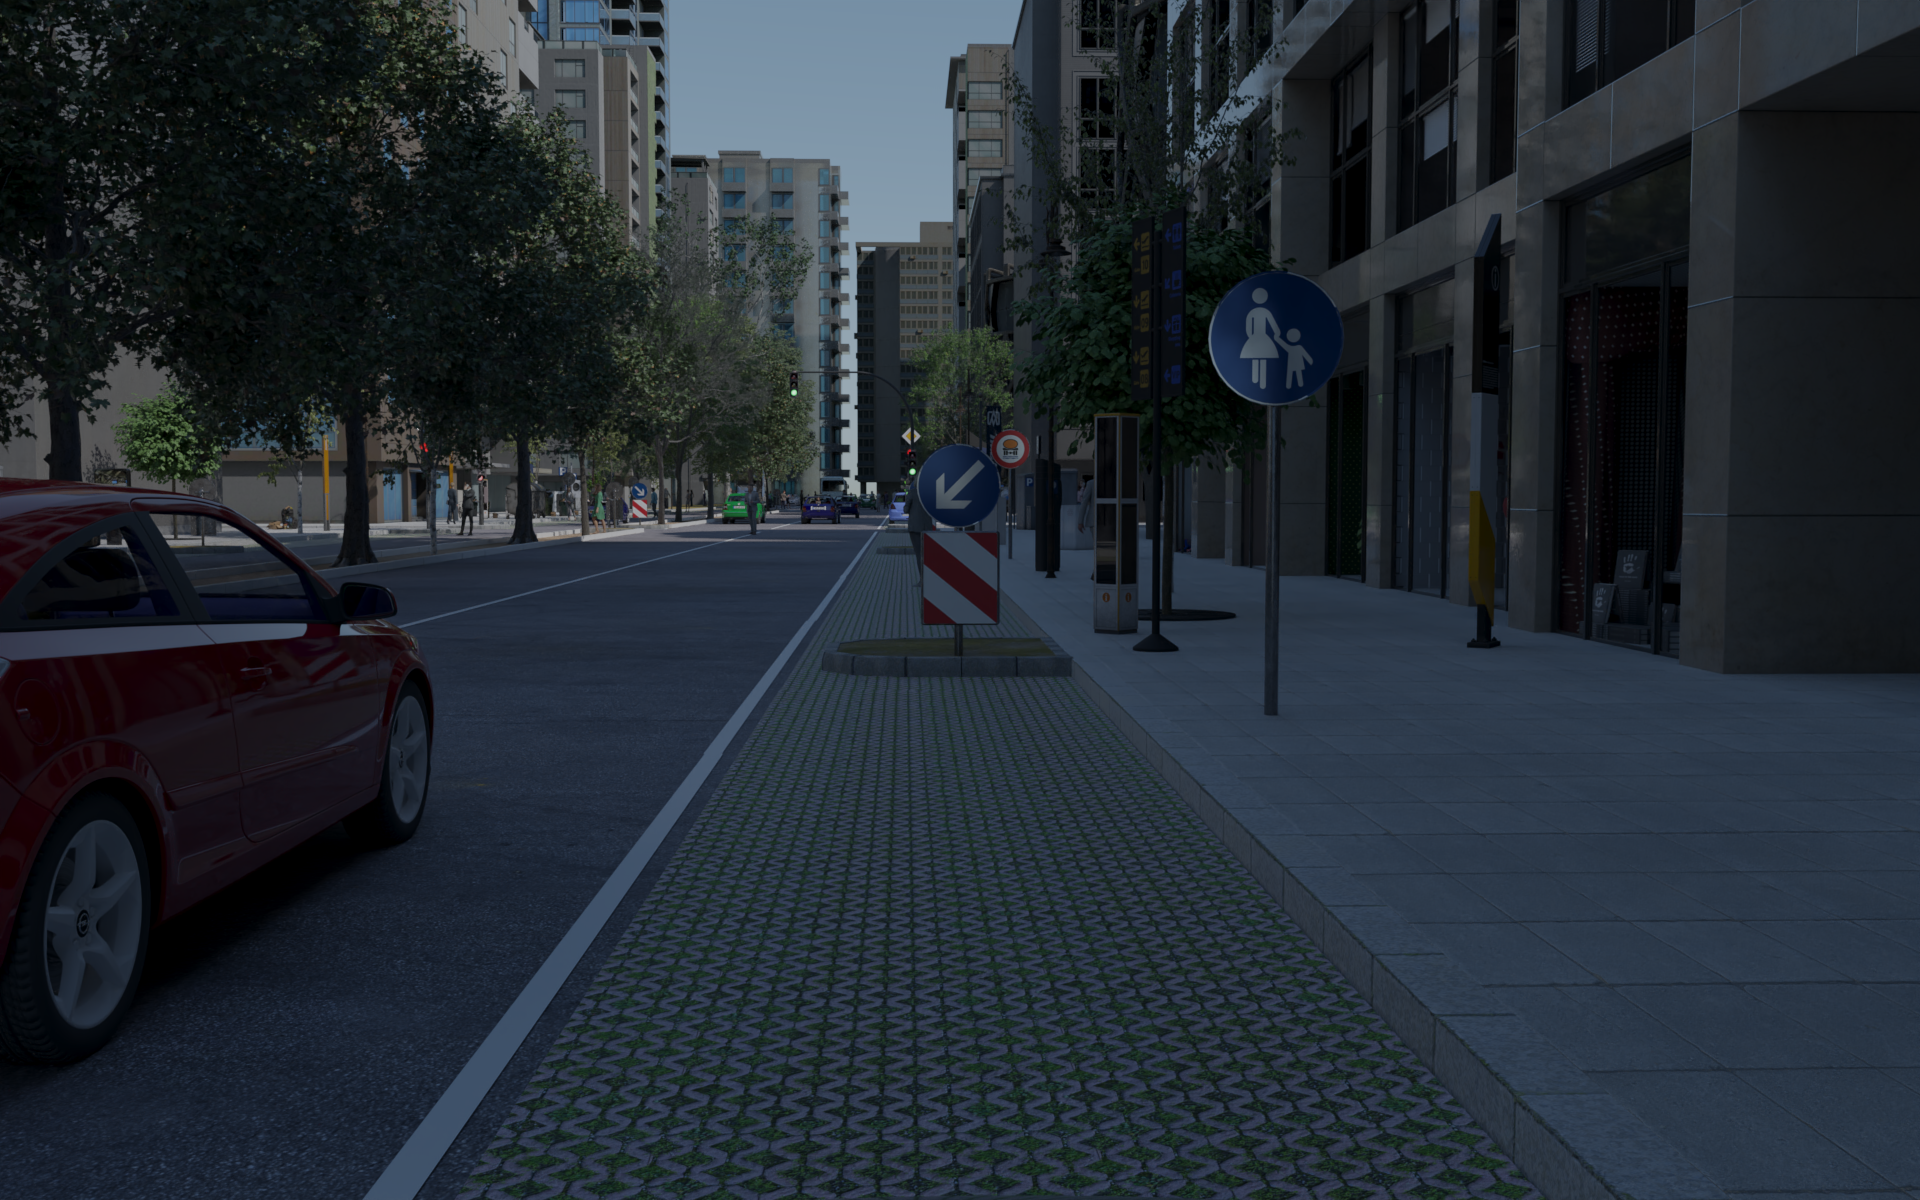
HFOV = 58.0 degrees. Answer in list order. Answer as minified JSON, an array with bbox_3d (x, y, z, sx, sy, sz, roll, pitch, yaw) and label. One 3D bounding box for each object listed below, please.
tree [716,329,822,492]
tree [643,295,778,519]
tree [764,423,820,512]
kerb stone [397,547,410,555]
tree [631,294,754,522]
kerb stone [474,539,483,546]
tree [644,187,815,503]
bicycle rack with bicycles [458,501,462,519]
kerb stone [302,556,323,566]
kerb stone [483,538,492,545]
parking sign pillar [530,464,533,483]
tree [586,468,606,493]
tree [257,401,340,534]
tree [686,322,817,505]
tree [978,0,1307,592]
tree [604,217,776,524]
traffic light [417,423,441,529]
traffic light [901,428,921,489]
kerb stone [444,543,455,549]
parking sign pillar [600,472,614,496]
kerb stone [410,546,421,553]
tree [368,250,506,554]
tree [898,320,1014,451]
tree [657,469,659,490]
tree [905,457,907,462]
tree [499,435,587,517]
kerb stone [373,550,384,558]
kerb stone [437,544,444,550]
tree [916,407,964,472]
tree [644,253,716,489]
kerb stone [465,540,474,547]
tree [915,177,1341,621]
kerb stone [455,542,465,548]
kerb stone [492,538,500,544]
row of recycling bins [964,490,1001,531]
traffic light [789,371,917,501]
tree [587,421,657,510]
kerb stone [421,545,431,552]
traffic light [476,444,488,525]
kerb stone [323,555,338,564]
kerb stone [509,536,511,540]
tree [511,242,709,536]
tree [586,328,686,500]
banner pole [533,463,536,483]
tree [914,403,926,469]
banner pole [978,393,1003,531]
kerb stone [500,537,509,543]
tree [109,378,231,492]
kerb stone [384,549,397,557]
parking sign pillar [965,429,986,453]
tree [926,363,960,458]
[{"bbox_3d":[-14.396,-12.195,118.860,9.611,12.733,9.660,0,3,0],"label":"tree"},{"bbox_3d":[-14.164,-10.822,97.531,7.486,12.596,7.792,0,3,0],"label":"tree"},{"bbox_3d":[-15.222,-12.273,137.536,8.767,10.594,7.601,0,4,-2],"label":"tree"},{"bbox_3d":[-13.204,-1.127,40.714,0.120,0.150,1.000,0,4,-2],"label":"kerb stone"},{"bbox_3d":[-14.215,-9.755,87.715,9.928,11.665,9.643,0,3,0],"label":"tree"},{"bbox_3d":[-13.440,-1.569,47.909,0.120,0.150,1.000,0,4,-2],"label":"kerb stone"},{"bbox_3d":[-15.647,-15.232,107.396,12.611,20.169,13.585,0,3,0],"label":"tree"},{"bbox_3d":[-27.521,-4.760,91.213,2.852,0.926,2.925,-1,4,-21],"label":"bicycle rack with bicycles"},{"bbox_3d":[-13.004,-0.753,34.569,0.120,0.150,1.000,0,4,-2],"label":"kerb stone"},{"bbox_3d":[-13.481,-1.634,48.934,0.120,0.150,1.000,0,4,-2],"label":"kerb stone"},{"bbox_3d":[-27.574,-7.467,110.549,1.447,3.967,1.447,-1,4,-23],"label":"parking sign pillar"},{"bbox_3d":[-26.530,-8.034,125.960,1.663,3.219,1.824,0,3,0],"label":"tree"},{"bbox_3d":[-21.387,-6.470,56.142,4.737,8.622,4.395,0,3,0],"label":"tree"},{"bbox_3d":[-14.992,-13.426,128.623,9.857,13.997,8.962,0,3,0],"label":"tree"},{"bbox_3d":[2.481,-4.401,22.320,4.360,8.622,3.978,0,3,0],"label":"tree"},{"bbox_3d":[-13.209,-9.998,76.295,12.009,13.543,11.850,0,3,0],"label":"tree"},{"bbox_3d":[-19.542,-4.570,63.641,0.839,4.253,0.868,0,4,-2],"label":"traffic light"},{"bbox_3d":[-2.048,-5.094,72.208,0.839,4.253,0.868,0,4,-2],"label":"traffic light"},{"bbox_3d":[-13.339,-1.385,44.836,0.120,0.150,1.000,0,4,-2],"label":"kerb stone"},{"bbox_3d":[-29.362,-9.518,144.093,1.447,3.967,1.447,3,4,36],"label":"parking sign pillar"},{"bbox_3d":[-13.245,-1.196,41.747,0.120,0.150,1.000,0,4,-2],"label":"kerb stone"},{"bbox_3d":[-12.448,-5.385,40.870,4.360,8.622,3.978,0,3,0],"label":"tree"},{"bbox_3d":[0.158,-10.820,102.664,9.928,11.665,9.643,0,3,0],"label":"tree"},{"bbox_3d":[-25.260,-11.650,140.843,4.737,8.622,4.395,0,3,0],"label":"tree"},{"bbox_3d":[-4.242,-15.569,204.912,4.737,8.622,4.395,0,3,0],"label":"tree"},{"bbox_3d":[-23.789,-8.908,96.004,4.737,8.622,4.395,0,3,0],"label":"tree"},{"bbox_3d":[-13.137,-1.007,38.665,0.120,0.150,1.000,0,4,-2],"label":"kerb stone"},{"bbox_3d":[-13.304,-1.321,43.803,0.120,0.150,1.000,0,4,-2],"label":"kerb stone"},{"bbox_3d":[-1.254,-11.520,138.718,4.737,8.622,4.395,0,3,0],"label":"tree"},{"bbox_3d":[-12.416,-7.928,49.082,9.611,12.733,9.660,0,3,0],"label":"tree"},{"bbox_3d":[-13.407,-1.502,46.886,0.120,0.150,1.000,0,4,-2],"label":"kerb stone"},{"bbox_3d":[2.216,-2.095,17.973,4.285,4.588,4.351,0,3,0],"label":"tree"},{"bbox_3d":[-13.376,-1.441,45.864,0.120,0.150,1.000,0,4,-2],"label":"kerb stone"},{"bbox_3d":[-13.507,-1.695,49.956,0.120,0.150,1.000,0,4,-2],"label":"kerb stone"},{"bbox_3d":[0.737,-3.139,58.438,1.069,1.692,3.534,1,4,9],"label":"row of recycling bins"},{"bbox_3d":[-3.878,-5.465,64.019,4.771,5.953,1.251,0,4,-2],"label":"traffic light"},{"bbox_3d":[-24.230,-10.296,118.700,4.737,8.622,4.395,0,3,0],"label":"tree"},{"bbox_3d":[-13.273,-1.258,42.769,0.120,0.150,1.000,0,4,-2],"label":"kerb stone"},{"bbox_3d":[-17.711,-5.936,71.724,4.771,5.953,1.251,0,4,-2],"label":"traffic light"},{"bbox_3d":[-13.042,-0.819,35.593,0.120,0.150,1.000,0,4,-2],"label":"kerb stone"},{"bbox_3d":[-13.570,-1.823,52.003,0.120,0.150,1.000,0,4,-2],"label":"kerb stone"},{"bbox_3d":[-12.478,-7.399,57.839,8.767,10.594,7.601,0,4,-2],"label":"tree"},{"bbox_3d":[-24.794,-13.835,132.854,9.857,13.997,8.962,0,3,0],"label":"tree"},{"bbox_3d":[-34.034,-9.075,138.388,0.401,3.779,0.863,3,4,38],"label":"banner pole"},{"bbox_3d":[-1.162,-10.917,128.851,4.360,8.622,3.978,0,3,0],"label":"tree"},{"bbox_3d":[0.707,-3.250,43.156,0.863,3.779,0.401,-2,4,-32],"label":"banner pole"},{"bbox_3d":[-13.536,-1.749,50.978,0.120,0.150,1.000,0,4,-2],"label":"kerb stone"},{"bbox_3d":[-22.013,-3.973,48.680,4.285,4.588,4.351,0,3,0],"label":"tree"},{"bbox_3d":[-13.165,-1.070,39.693,0.120,0.150,1.000,0,4,-2],"label":"kerb stone"},{"bbox_3d":[0.897,-5.113,72.062,1.447,3.967,1.447,-1,4,-22],"label":"parking sign pillar"},{"bbox_3d":[0.694,-8.658,91.915,4.360,8.622,3.978,0,3,0],"label":"tree"}]
